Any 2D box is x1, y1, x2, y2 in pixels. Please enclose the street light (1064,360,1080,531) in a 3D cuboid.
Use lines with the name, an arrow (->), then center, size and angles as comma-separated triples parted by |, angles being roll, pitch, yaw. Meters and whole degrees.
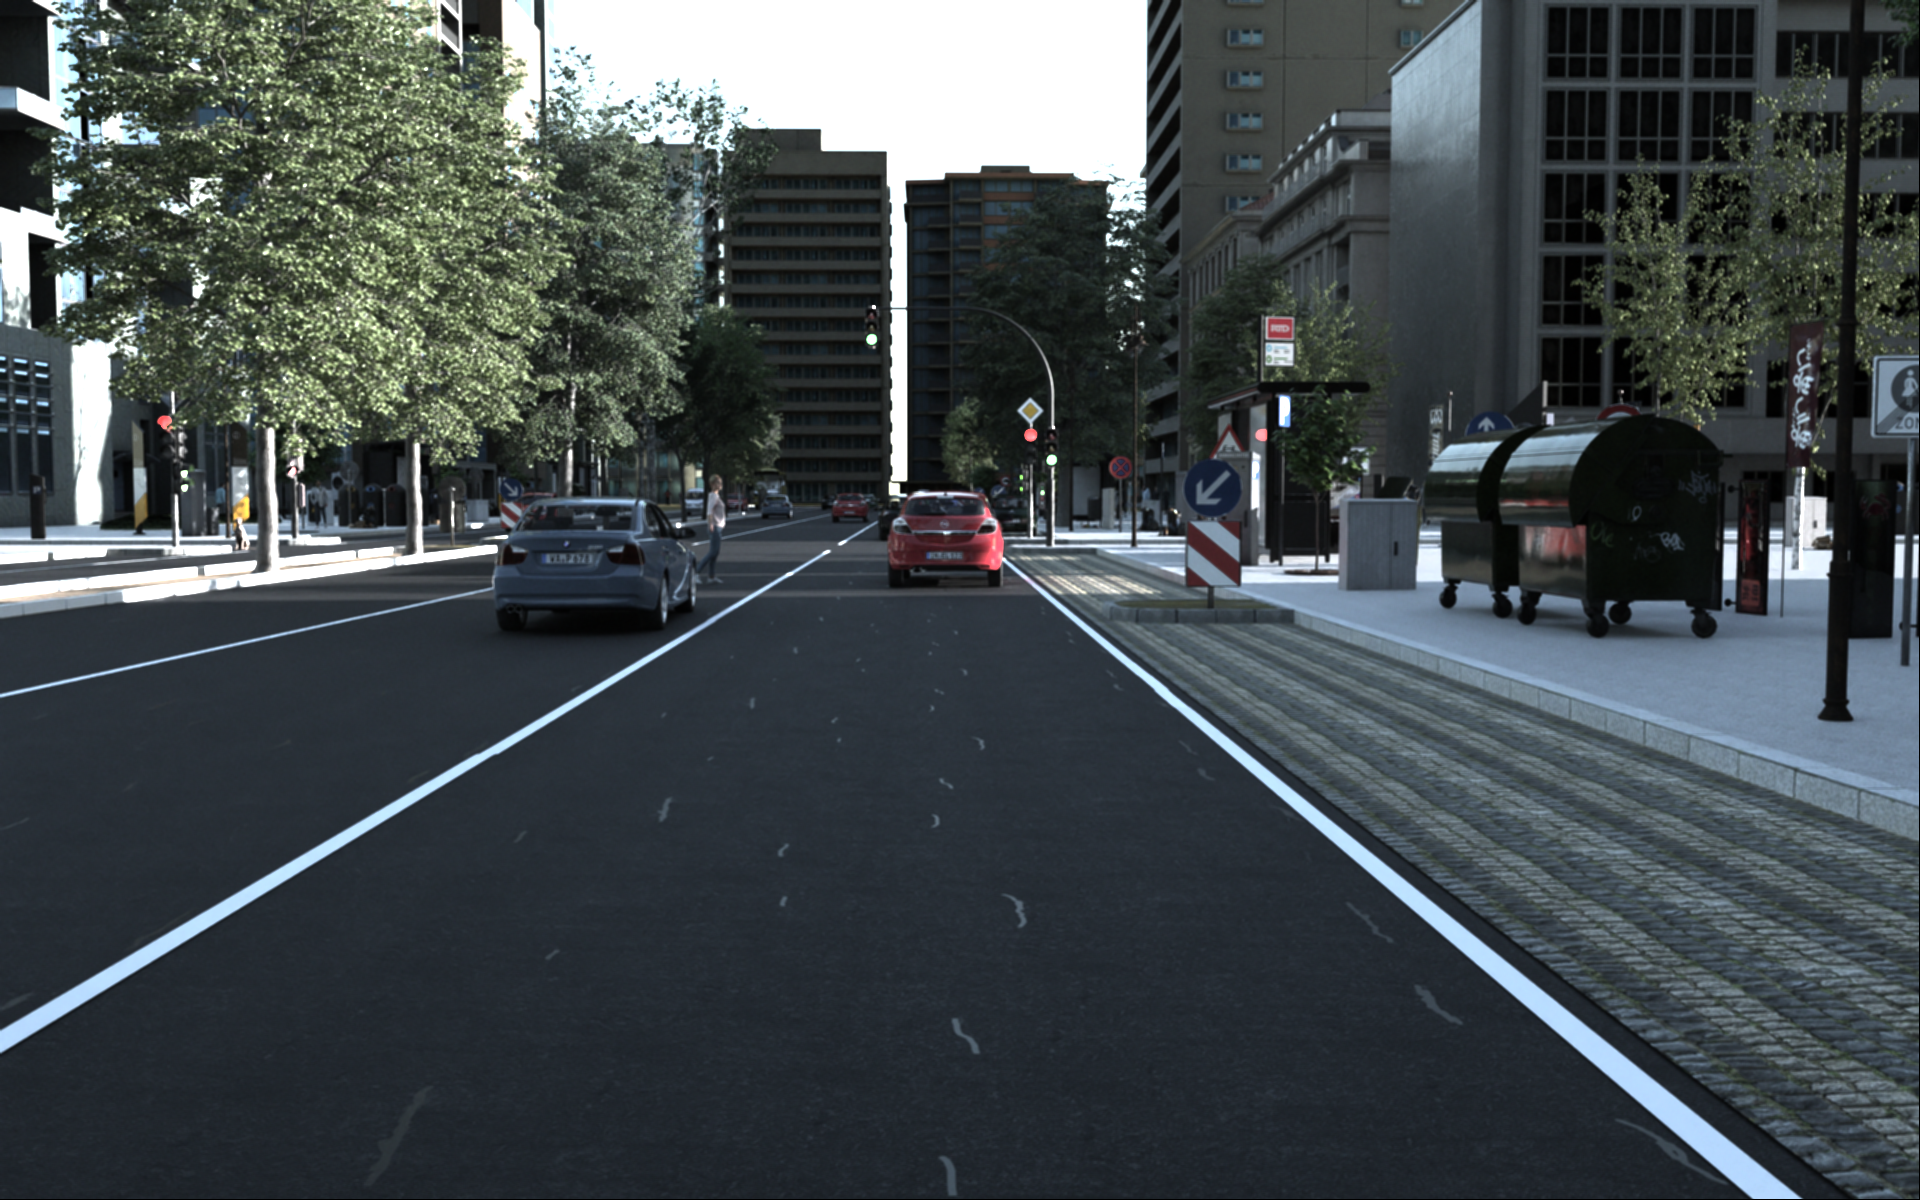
street light -> 3.854, -5.327, 59.877 | 0.468, 5.910, 1.993 | 0, 4, -1

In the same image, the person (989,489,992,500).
person -> 3.093, -9.678, 164.830 | 0.434, 1.755, 0.990 | -3, 4, -37

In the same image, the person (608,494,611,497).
person -> -41.141, -11.898, 201.088 | 1.217, 1.766, 0.721 | -2, 4, -24

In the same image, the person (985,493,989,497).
person -> 2.115, -9.584, 162.749 | 1.348, 1.822, 0.705 | -1, 4, -18

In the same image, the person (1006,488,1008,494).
person -> 4.177, -9.002, 153.226 | 0.705, 1.824, 1.348 | 2, 4, 35

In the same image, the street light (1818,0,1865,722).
street light -> 4.980, -2.256, 9.673 | 0.468, 5.910, 1.993 | 0, 4, -1

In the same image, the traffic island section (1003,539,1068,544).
traffic island section -> 2.055, -1.718, 50.378 | 2.009, 0.180, 2.903 | 0, 4, -1

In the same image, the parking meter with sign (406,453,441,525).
parking meter with sign -> -22.240, -4.582, 71.172 | 1.738, 3.016, 0.543 | -1, 4, -8

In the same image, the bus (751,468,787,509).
bus -> -18.152, -10.646, 165.606 | 2.896, 3.916, 12.252 | 0, 4, -3

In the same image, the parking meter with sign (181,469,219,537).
parking meter with sign -> -23.166, -3.432, 52.375 | 0.543, 3.016, 1.738 | 1, 4, 14

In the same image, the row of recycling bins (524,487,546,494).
row of recycling bins -> -25.787, -5.959, 104.549 | 1.069, 1.692, 3.534 | 0, 4, 4

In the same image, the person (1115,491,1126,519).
person -> 8.195, -5.038, 89.167 | 0.760, 1.731, 0.466 | 1, 4, 23

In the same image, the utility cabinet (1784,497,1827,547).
utility cabinet -> 20.431, -1.878, 41.862 | 1.020, 1.237, 0.306 | -1, 4, -18

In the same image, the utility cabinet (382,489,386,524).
utility cabinet -> -24.615, -3.996, 74.006 | 1.173, 1.500, 0.318 | 1, 4, 18

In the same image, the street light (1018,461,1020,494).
street light -> 3.162, -7.338, 92.760 | 0.468, 5.910, 1.993 | 0, 4, -1

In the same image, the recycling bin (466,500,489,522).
recycling bin -> -22.056, -4.075, 79.187 | 0.722, 1.027, 0.722 | 2, 4, 32

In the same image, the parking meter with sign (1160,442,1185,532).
parking meter with sign -> 7.544, -3.759, 57.714 | 1.738, 3.016, 0.543 | 1, 4, 13

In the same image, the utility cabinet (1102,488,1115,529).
utility cabinet -> 5.397, -3.334, 63.186 | 0.318, 1.500, 1.173 | 1, 4, 13

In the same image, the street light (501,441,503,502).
street light -> -21.782, -6.698, 82.302 | 0.468, 5.910, 1.993 | 0, 4, -1

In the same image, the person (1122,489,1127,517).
person -> 8.790, -5.442, 94.792 | 0.755, 1.850, 0.659 | 3, 4, 36

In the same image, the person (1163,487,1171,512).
person -> 14.595, -7.088, 122.349 | 0.576, 1.772, 0.534 | -1, 4, -22

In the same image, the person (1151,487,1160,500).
person -> 13.036, -6.666, 115.447 | 0.576, 1.772, 0.534 | -1, 4, -12

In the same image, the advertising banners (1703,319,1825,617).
advertising banners -> 8.451, -1.361, 18.446 | 0.090, 3.025, 2.074 | -1, 4, -11

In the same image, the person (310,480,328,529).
person -> -23.858, -3.586, 64.514 | 0.661, 1.843, 0.795 | -1, 4, -8

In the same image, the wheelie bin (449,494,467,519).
wheelie bin -> -24.546, -4.676, 84.356 | 0.980, 1.594, 0.693 | -3, 5, -39

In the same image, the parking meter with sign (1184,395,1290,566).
parking meter with sign -> 5.010, -2.138, 31.217 | 1.738, 3.016, 0.543 | 2, 4, 31

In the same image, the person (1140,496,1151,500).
person -> 14.963, -8.134, 139.581 | 0.990, 1.755, 0.434 | 1, 4, 20

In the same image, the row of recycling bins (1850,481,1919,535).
row of recycling bins -> 29.862, -2.903, 54.576 | 3.534, 1.692, 1.069 | 1, 4, 12

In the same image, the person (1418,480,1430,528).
person -> 17.310, -3.569, 64.572 | 0.709, 1.800, 0.728 | 1, 4, 15

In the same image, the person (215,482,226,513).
person -> -33.641, -4.441, 78.669 | 0.660, 1.820, 0.620 | 2, 4, 26

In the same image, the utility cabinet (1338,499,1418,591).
utility cabinet -> 5.609, -0.738, 23.233 | 1.020, 1.237, 0.306 | -1, 4, -14

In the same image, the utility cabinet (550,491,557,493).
utility cabinet -> -27.323, -6.656, 117.499 | 0.318, 1.500, 1.173 | 1, 4, 20

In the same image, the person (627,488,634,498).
person -> -28.047, -8.538, 145.730 | 1.348, 1.812, 0.705 | -2, 4, -28

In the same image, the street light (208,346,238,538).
street light -> -21.203, -4.723, 50.013 | 0.468, 5.910, 1.993 | 0, 4, -1

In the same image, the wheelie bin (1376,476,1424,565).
wheelie bin -> 7.903, -1.427, 31.232 | 0.693, 1.594, 0.980 | -2, 4, -28

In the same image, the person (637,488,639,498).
person -> -27.369, -8.690, 148.139 | 0.705, 1.822, 1.348 | 0, 4, -6

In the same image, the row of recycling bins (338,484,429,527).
row of recycling bins -> -22.925, -3.778, 68.875 | 3.534, 1.692, 1.069 | 0, 4, -4

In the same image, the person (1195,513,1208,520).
person -> 4.156, -1.431, 29.623 | 0.473, 1.802, 0.592 | 2, 4, 23

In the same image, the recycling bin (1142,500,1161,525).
recycling bin -> 8.086, -3.699, 73.031 | 0.722, 1.027, 0.722 | 1, 4, 19

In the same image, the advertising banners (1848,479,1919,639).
advertising banners -> 8.800, -1.182, 15.507 | 2.074, 3.025, 0.090 | -1, 4, -14

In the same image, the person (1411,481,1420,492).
person -> 17.123, -3.655, 65.577 | 0.659, 1.850, 0.755 | 3, 4, 37

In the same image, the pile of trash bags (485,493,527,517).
pile of trash bags -> -25.960, -5.406, 98.141 | 1.912, 1.369, 3.447 | 0, 4, 7

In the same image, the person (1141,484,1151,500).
person -> 9.401, -4.941, 87.087 | 0.793, 1.790, 0.793 | 2, 4, 30

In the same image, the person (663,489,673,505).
person -> -33.264, -11.696, 197.209 | 1.348, 1.831, 0.705 | 1, 4, 9

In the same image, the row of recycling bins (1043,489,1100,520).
row of recycling bins -> 5.868, -4.834, 86.154 | 3.534, 1.692, 1.069 | -1, 4, -13

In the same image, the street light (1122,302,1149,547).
street light -> 4.236, -4.231, 41.958 | 0.468, 5.910, 1.993 | 0, 4, -1

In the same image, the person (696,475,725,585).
person -> -4.008, -1.122, 27.511 | 0.598, 1.740, 0.731 | -1, 4, -20

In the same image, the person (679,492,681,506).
person -> -30.792, -11.281, 191.407 | 0.541, 1.710, 0.530 | -1, 4, -14

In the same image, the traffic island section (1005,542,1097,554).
traffic island section -> 2.220, -1.230, 42.395 | 2.009, 0.180, 2.903 | 0, 4, -1
